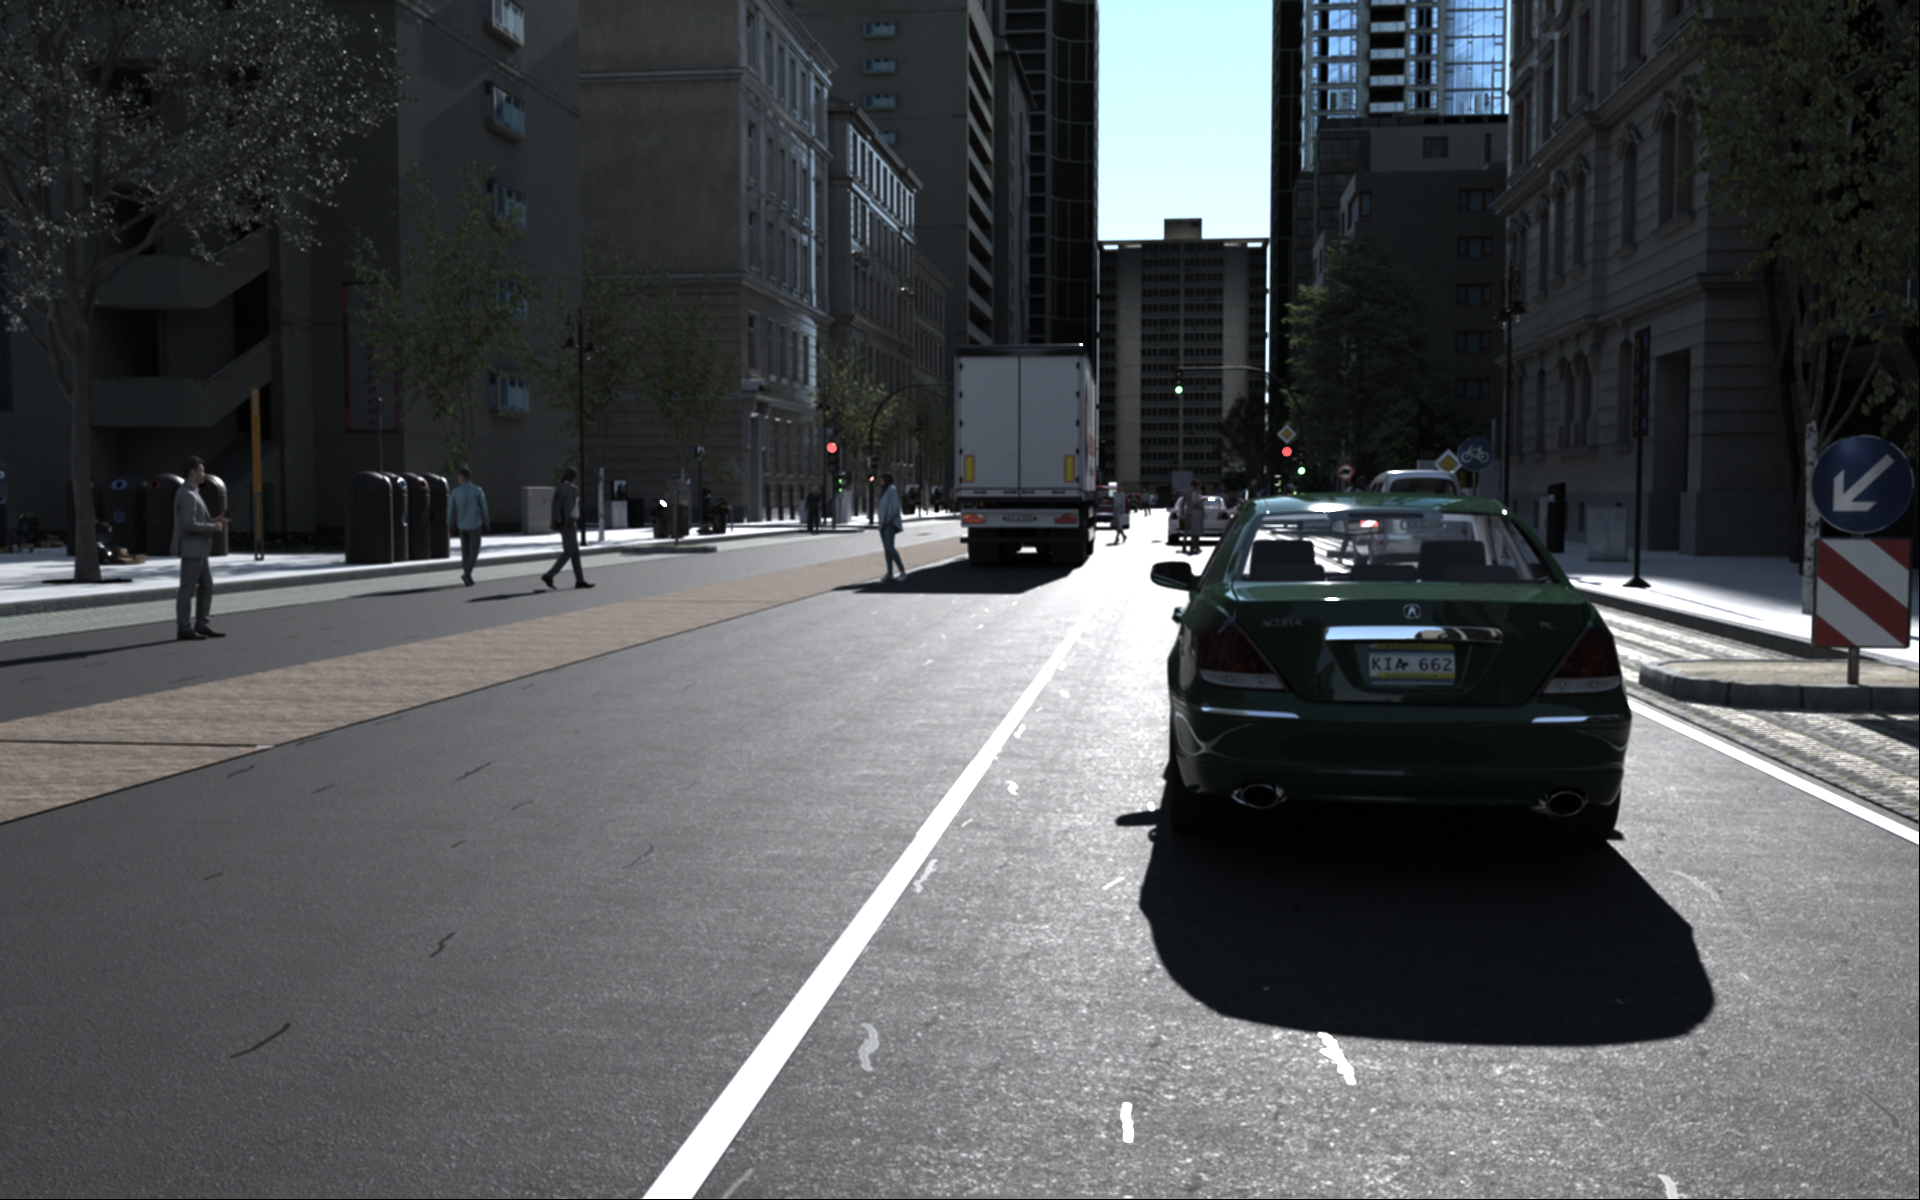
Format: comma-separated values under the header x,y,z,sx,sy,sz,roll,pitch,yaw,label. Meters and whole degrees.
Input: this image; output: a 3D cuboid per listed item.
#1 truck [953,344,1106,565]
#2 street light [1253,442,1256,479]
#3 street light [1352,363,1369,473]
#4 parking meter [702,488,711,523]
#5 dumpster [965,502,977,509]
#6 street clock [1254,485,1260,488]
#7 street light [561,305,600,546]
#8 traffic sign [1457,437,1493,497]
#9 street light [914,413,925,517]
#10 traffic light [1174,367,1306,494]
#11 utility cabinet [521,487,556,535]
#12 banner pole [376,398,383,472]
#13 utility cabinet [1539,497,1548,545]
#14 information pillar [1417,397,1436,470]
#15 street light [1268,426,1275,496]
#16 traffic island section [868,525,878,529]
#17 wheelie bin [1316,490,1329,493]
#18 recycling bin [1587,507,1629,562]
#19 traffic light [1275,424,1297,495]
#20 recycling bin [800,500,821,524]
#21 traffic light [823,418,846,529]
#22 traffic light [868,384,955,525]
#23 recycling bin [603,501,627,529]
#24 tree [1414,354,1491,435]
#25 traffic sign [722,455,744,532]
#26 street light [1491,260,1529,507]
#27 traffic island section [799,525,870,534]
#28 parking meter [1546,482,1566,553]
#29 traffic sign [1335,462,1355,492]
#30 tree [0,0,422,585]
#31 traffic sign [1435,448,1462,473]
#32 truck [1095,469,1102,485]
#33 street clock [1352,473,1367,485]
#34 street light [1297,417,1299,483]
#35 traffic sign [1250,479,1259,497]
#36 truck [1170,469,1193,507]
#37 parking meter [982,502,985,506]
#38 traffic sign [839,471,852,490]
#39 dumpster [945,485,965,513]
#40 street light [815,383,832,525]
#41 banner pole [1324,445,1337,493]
x,y,z,sx,sy,sz,roll,pitch,yaw,label
1.693,-3.009,38.112,2.839,4.237,11.283,0,4,6,truck
24.425,-10.456,143.743,0.468,5.910,1.993,0,4,7,street light
14.131,-5.410,61.236,0.468,5.910,1.993,0,4,7,street light
-11.008,-4.089,75.259,0.372,1.533,0.369,0,3,0,parking meter
0.537,-7.357,122.779,1.502,2.255,1.985,0,4,7,dumpster
24.270,-8.371,141.438,0.358,2.002,0.471,-3,4,-38,street clock
-9.300,-4.269,42.593,0.468,5.910,1.993,0,4,7,street light
11.469,-2.356,38.632,0.768,2.556,0.104,1,4,11,traffic sign
-2.291,-7.692,98.559,0.468,5.910,1.993,0,4,7,street light
10.050,-5.339,61.967,4.771,5.953,1.251,0,4,7,traffic light
-13.211,-2.795,54.371,0.318,1.500,1.173,2,4,34,utility cabinet
-15.251,-3.400,45.613,0.401,3.779,0.863,-1,4,-13,banner pole
14.785,-1.975,43.455,0.306,1.237,1.020,0,4,6,utility cabinet
11.320,-3.106,42.131,0.504,3.616,0.183,-1,4,-21,information pillar
21.077,-8.845,117.408,0.468,5.910,1.993,0,4,7,street light
-3.699,-3.040,71.980,2.009,0.180,2.903,0,4,7,traffic island section
19.170,-5.135,91.861,0.980,1.594,0.693,0,4,-5,wheelie bin
12.415,-1.263,33.204,0.722,1.027,0.722,1,4,20,recycling bin
13.124,-4.945,69.774,0.839,4.253,0.868,0,4,7,traffic light
-6.503,-3.843,75.384,0.722,1.027,0.722,1,4,21,recycling bin
-4.647,-4.587,63.916,0.839,4.253,0.868,0,4,7,traffic light
-1.573,-5.930,71.617,4.771,5.953,1.251,0,4,7,traffic light
-12.648,-3.099,63.223,0.722,1.027,0.722,3,4,38,recycling bin
25.363,-8.569,90.472,4.360,8.622,3.978,0,3,0,tree
-7.671,-3.559,58.188,0.884,2.594,0.081,1,4,15,traffic sign
10.900,-3.771,34.449,0.468,5.910,1.993,0,4,7,street light
-4.686,-2.555,64.056,2.009,0.180,2.903,0,4,7,traffic island section
13.003,-1.797,37.788,0.372,1.533,0.369,0,3,0,parking meter
15.480,-4.258,69.720,0.768,2.556,0.104,1,4,17,traffic sign
-12.746,-6.988,24.622,12.009,13.543,11.850,0,3,0,tree
12.296,-2.598,43.661,0.795,2.450,0.064,1,4,15,traffic sign
14.617,-12.611,195.100,2.839,4.237,11.283,0,4,6,truck
13.686,-3.355,59.424,0.358,2.002,0.471,-3,4,-39,street clock
17.865,-7.240,91.164,0.468,5.910,1.993,0,4,7,street light
24.106,-8.669,141.838,0.768,2.556,0.104,0,4,8,traffic sign
25.462,-12.827,198.641,2.839,4.237,11.283,0,4,7,truck
1.950,-7.982,136.211,0.399,1.863,0.255,-3,5,-41,parking meter
-5.176,-4.659,78.307,0.606,2.300,0.079,1,4,11,traffic sign
-0.331,-6.764,116.355,1.264,1.857,1.865,0,4,7,dumpster
-5.653,-6.088,72.334,0.468,5.910,1.993,0,4,7,street light
18.242,-5.844,85.565,0.863,3.779,0.401,3,5,40,banner pole
